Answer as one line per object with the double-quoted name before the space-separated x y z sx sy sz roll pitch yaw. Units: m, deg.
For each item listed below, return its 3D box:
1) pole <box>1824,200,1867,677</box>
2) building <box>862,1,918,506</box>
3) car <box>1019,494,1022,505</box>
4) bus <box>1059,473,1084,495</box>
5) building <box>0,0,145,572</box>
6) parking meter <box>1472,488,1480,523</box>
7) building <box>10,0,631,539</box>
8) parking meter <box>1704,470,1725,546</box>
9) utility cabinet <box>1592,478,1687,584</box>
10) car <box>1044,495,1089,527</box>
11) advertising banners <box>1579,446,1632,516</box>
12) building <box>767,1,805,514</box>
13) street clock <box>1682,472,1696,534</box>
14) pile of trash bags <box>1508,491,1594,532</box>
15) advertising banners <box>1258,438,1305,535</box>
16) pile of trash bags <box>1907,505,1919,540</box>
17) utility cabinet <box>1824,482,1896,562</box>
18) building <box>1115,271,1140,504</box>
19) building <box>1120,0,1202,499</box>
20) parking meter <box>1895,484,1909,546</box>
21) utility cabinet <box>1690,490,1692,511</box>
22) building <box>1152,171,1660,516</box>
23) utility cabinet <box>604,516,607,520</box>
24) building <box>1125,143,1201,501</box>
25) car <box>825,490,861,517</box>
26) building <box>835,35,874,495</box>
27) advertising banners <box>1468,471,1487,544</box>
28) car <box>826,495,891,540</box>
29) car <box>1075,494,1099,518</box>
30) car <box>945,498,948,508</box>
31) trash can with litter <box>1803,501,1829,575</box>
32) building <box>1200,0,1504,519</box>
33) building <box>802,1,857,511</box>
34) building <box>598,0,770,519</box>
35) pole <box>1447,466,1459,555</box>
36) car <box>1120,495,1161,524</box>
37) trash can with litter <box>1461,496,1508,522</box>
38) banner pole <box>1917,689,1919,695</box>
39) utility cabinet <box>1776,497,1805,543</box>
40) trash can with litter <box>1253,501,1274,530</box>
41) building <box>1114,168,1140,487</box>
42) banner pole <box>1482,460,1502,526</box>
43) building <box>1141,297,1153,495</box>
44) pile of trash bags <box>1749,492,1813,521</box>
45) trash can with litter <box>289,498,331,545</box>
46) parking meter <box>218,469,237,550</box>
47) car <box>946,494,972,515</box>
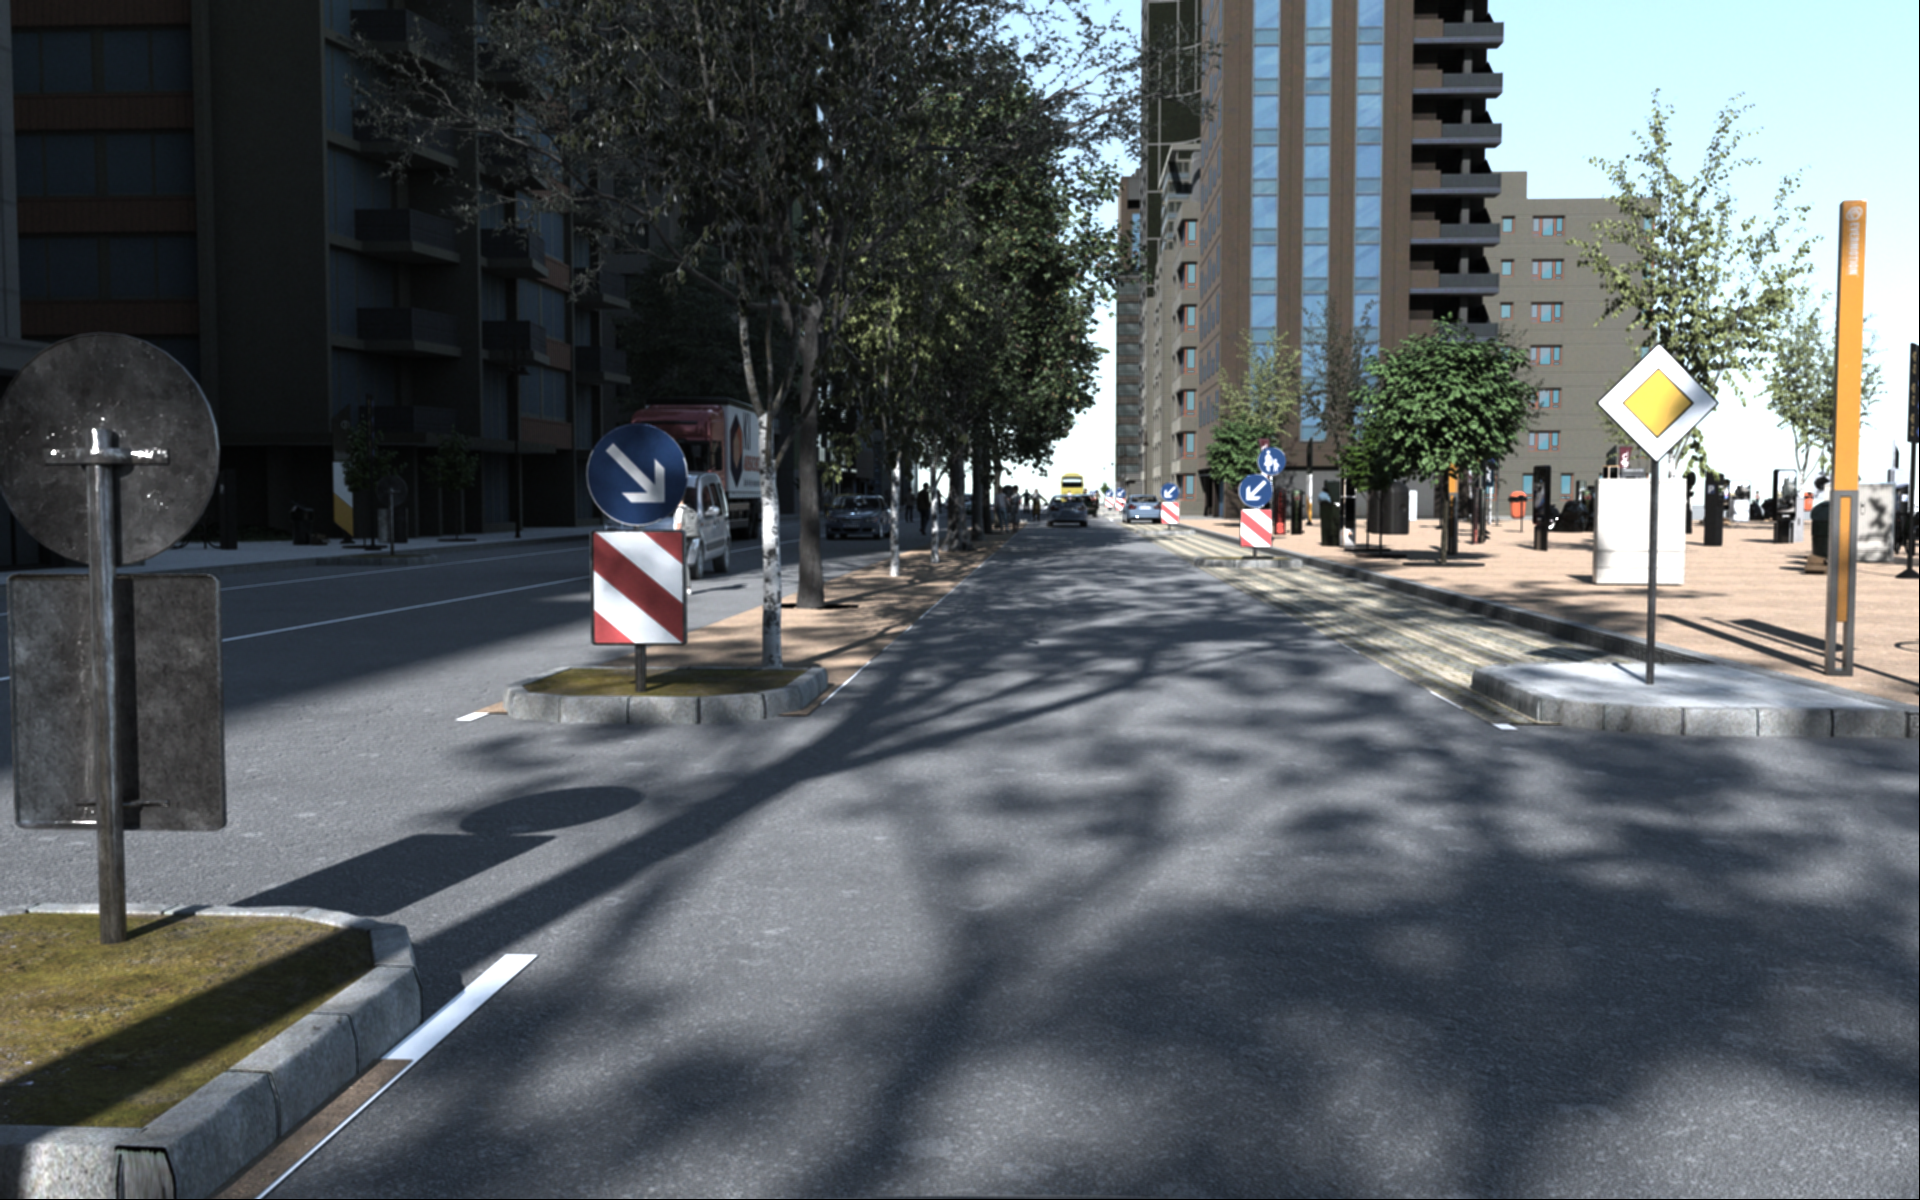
"pole" 6.221 -1.121 12.164 0.158 3.312 0.155 0 3 0
"building" -16.037 -55.359 217.783 22.319 86.520 31.000 0 4 3
"car" 7.461 -13.859 235.640 2.155 1.783 4.494 0 4 2
"bus" 12.913 -12.739 199.833 2.896 3.916 12.252 0 4 3
"building" -25.045 -35.883 24.939 20.563 71.187 20.611 0 4 3
"parking meter" 22.812 -4.163 76.478 0.372 1.533 0.369 0 3 0
"building" -24.734 -24.926 62.159 22.147 44.769 28.867 0 4 3
"parking meter" 18.622 -2.265 42.748 0.255 1.863 0.399 -2 4 -30
"utility cabinet" 9.562 -0.961 24.392 1.173 1.500 0.318 1 4 10
"car" 4.719 -3.951 76.596 2.014 1.417 4.499 0 4 2
"advertising banners" 23.710 -4.123 63.591 2.074 3.025 0.090 -1 4 -10
"building" -17.791 -26.019 109.001 14.154 41.232 14.086 0 4 3
"street clock" 23.508 -3.139 55.891 0.358 2.002 0.471 0 4 -5
"pile of trash bags" 20.154 -2.987 58.583 3.447 1.369 1.912 -1 4 -13
"advertising banners" 10.082 -3.562 54.419 2.074 3.025 0.090 -2 4 -35
"pile of trash bags" 28.174 -2.331 47.858 3.447 1.369 1.912 -1 4 -9
"utility cabinet" 17.011 -1.475 32.789 1.173 1.500 0.318 3 5 40
"building" 27.038 -27.616 223.218 14.160 30.474 14.107 0 4 3
"building" 29.738 -46.863 204.461 20.563 71.187 20.611 0 4 3
"parking meter" 23.327 -2.116 43.007 0.372 1.533 0.369 0 3 0
"utility cabinet" 23.375 -2.949 56.893 1.173 1.500 0.318 0 4 7
"building" 27.774 -16.595 116.360 27.650 21.520 28.899 0 4 3
"utility cabinet" -17.973 -4.677 85.141 1.173 1.500 0.318 0 4 7
"building" 33.760 -29.962 181.763 32.217 40.220 23.993 0 4 3
"car" -4.920 -4.056 76.542 2.015 1.641 3.980 0 4 2
"building" -15.377 -30.845 154.422 14.600 45.320 14.200 0 4 3
"advertising banners" 13.198 -2.940 44.265 0.090 3.025 2.074 2 4 29
"car" -3.215 -2.690 55.988 2.014 1.417 4.499 0 4 5
"car" 7.599 -5.947 107.025 2.009 1.686 4.222 0 4 4
"car" -0.489 -9.892 174.098 2.083 1.381 4.827 0 4 4
"trash can with litter" 13.972 -1.008 27.861 0.624 1.170 1.055 3 4 38
"building" 20.644 -27.180 94.506 14.600 45.320 14.200 0 4 3
"building" -20.793 -31.357 132.301 23.786 49.044 30.456 0 4 3
"building" -18.520 -19.784 95.173 14.160 30.474 14.107 0 4 3
"pole" 10.391 -2.606 36.452 0.158 3.312 0.155 0 3 0
"car" 8.835 -4.414 84.175 2.014 1.417 4.499 0 4 2
"trash can with litter" 24.275 -4.239 80.361 2.233 1.210 1.678 2 4 24
"banner pole" 6.495 -1.285 11.021 0.863 3.779 0.401 -2 4 -35
"utility cabinet" 22.074 -2.132 46.022 1.020 1.237 0.306 -3 5 -41
"trash can with litter" 8.604 -2.322 49.354 0.624 1.170 1.055 0 4 5
"building" 28.620 -35.914 237.300 14.600 45.320 14.200 0 4 3
"banner pole" 21.369 -4.866 69.572 0.863 3.779 0.401 0 4 4
"building" 29.867 -18.401 145.897 27.650 21.520 28.899 0 4 3
"pile of trash bags" 39.884 -4.537 83.932 3.447 1.369 1.912 -1 4 -17
"trash can with litter" -16.335 -1.969 43.588 1.055 1.170 0.624 1 4 17
"parking meter" -16.936 -2.101 40.055 0.399 1.863 0.255 3 5 42
"car" 0.285 -5.580 103.036 2.131 1.459 4.920 0 4 4
